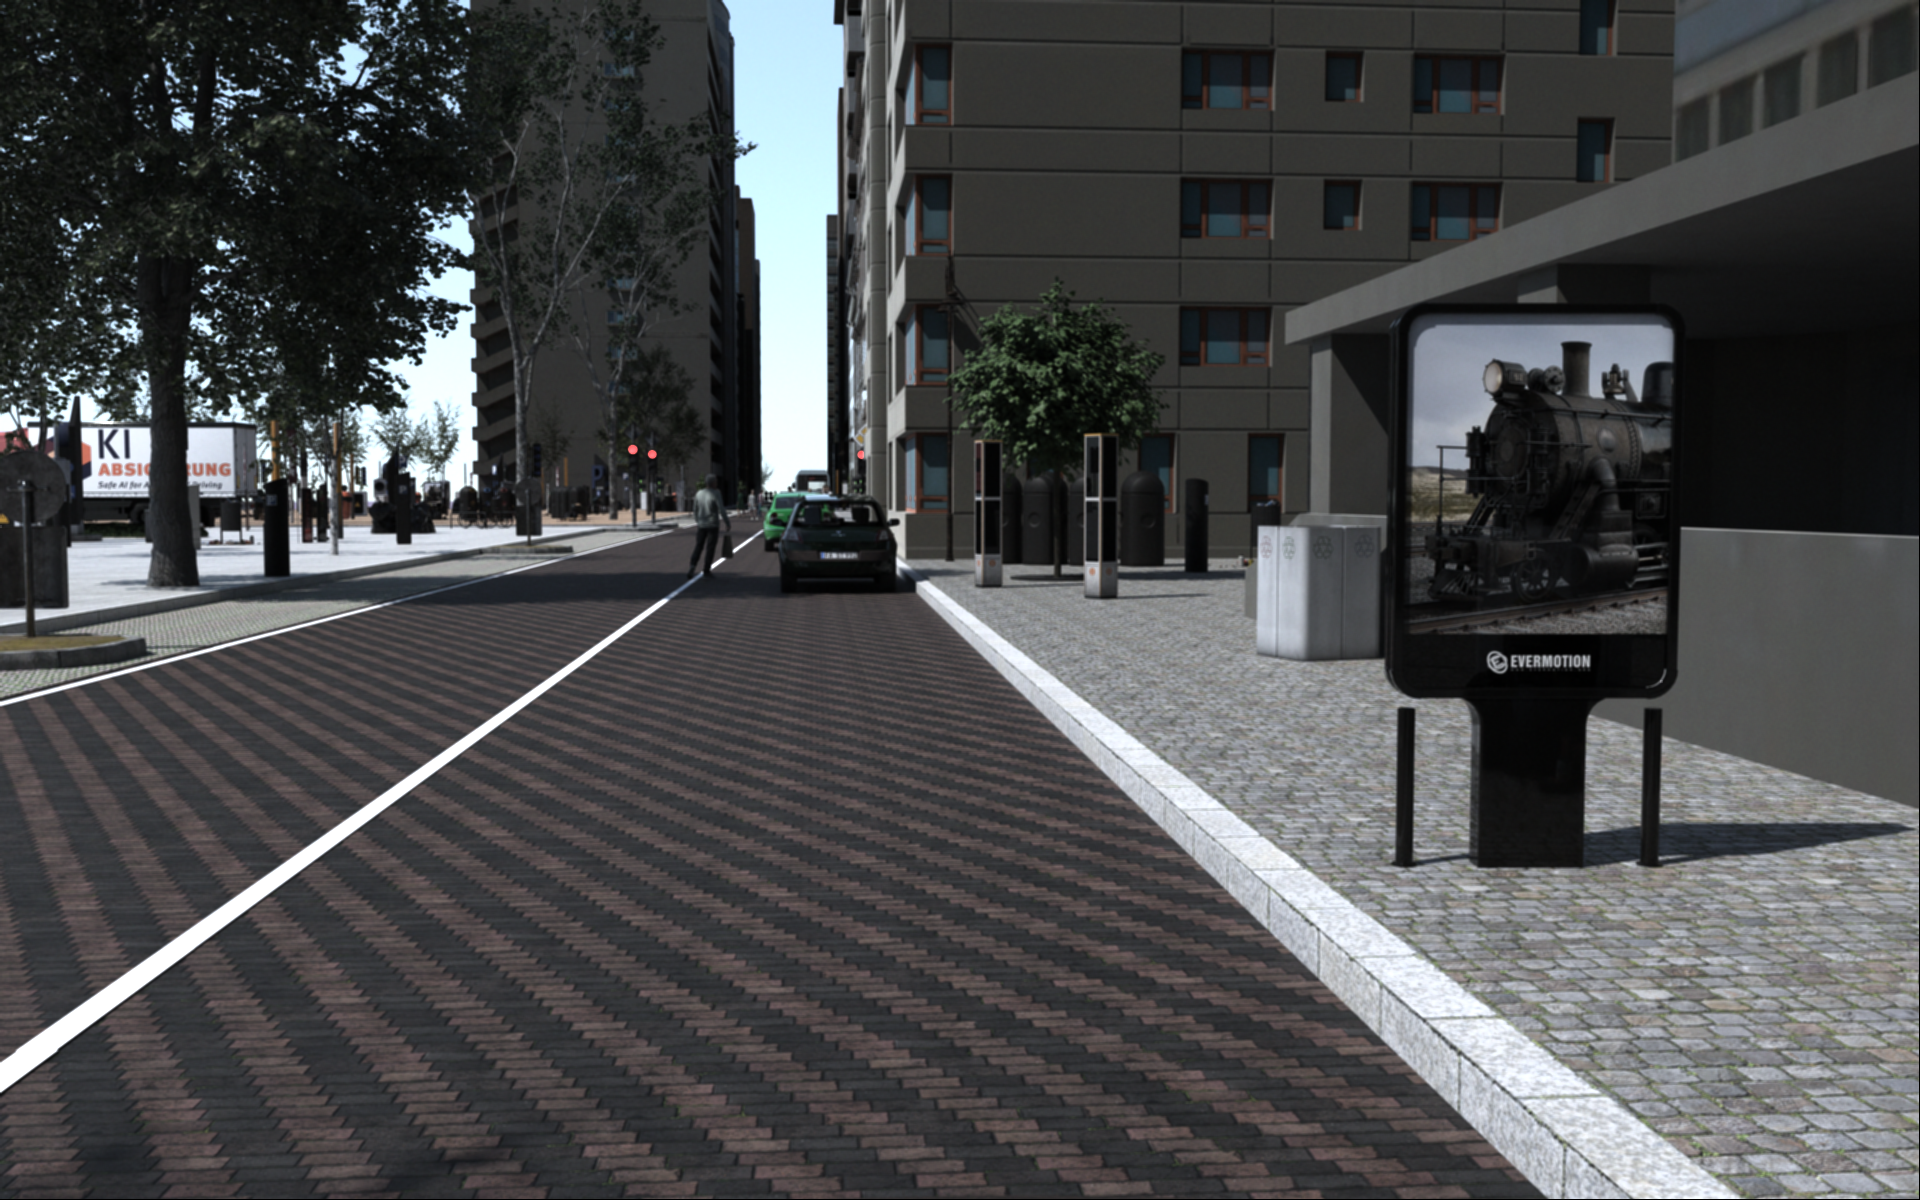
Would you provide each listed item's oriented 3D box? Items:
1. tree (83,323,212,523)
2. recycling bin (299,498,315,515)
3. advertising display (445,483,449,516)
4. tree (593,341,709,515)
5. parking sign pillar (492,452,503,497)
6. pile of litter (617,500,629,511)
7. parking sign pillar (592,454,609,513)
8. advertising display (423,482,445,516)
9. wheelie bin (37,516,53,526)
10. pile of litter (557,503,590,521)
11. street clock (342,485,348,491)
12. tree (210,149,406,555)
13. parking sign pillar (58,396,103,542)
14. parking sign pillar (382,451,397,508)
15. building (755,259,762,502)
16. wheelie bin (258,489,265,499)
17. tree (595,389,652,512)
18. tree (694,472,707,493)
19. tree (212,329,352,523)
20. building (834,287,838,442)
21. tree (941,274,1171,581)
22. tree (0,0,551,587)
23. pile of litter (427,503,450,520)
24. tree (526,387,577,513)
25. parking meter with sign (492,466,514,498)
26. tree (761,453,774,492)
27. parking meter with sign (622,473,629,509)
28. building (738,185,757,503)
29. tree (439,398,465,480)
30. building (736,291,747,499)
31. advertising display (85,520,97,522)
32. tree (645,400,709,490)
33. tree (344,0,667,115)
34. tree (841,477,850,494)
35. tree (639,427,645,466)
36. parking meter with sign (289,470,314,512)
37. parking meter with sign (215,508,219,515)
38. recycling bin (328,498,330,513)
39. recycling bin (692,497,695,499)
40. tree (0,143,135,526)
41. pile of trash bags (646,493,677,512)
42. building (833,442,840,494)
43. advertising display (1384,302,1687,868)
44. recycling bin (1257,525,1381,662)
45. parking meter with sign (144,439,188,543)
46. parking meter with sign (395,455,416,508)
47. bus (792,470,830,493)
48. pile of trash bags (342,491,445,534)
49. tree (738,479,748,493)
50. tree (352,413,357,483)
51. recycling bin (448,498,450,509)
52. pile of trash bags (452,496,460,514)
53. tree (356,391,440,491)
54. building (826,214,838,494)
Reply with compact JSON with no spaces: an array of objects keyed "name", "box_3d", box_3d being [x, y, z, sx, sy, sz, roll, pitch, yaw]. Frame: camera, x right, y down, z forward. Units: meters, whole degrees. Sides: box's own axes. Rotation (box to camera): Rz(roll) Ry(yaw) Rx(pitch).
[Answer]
[{"name":"tree","box_3d":[-35.486,-7.585,74.369,4.737,8.622,4.395,0,3,0]},{"name":"recycling bin","box_3d":[-40.791,-5.849,108.183,0.722,1.027,0.722,1,4,16]},{"name":"advertising display","box_3d":[-30.283,-5.930,102.172,0.123,1.923,0.974,-1,4,-8]},{"name":"tree","box_3d":[-18.529,-10.404,104.514,7.601,10.594,8.767,-3,5,-39]},{"name":"parking sign pillar","box_3d":[-29.667,-7.505,111.172,1.447,3.967,1.447,0,4,-2]},{"name":"pile of litter","box_3d":[-26.244,-7.357,134.252,1.176,0.858,1.719,0,4,3]},{"name":"parking sign pillar","box_3d":[-24.097,-7.806,116.102,1.447,3.967,1.447,3,4,36]},{"name":"advertising display","box_3d":[-27.726,-5.254,91.118,0.974,1.923,0.123,0,4,1]},{"name":"wheelie bin","box_3d":[-25.388,-2.456,48.066,0.980,1.594,0.693,0,4,-4]},{"name":"pile of litter","box_3d":[-18.251,-4.176,82.248,1.719,0.858,1.176,1,4,18]},{"name":"street clock","box_3d":[-49.614,-8.259,139.596,0.471,2.002,0.358,0,4,-1]},{"name":"tree","box_3d":[-13.325,-5.259,36.344,4.360,8.622,3.978,0,3,0]},{"name":"parking sign pillar","box_3d":[-24.055,-3.570,46.847,1.447,3.967,1.447,-1,4,-20]},{"name":"parking sign pillar","box_3d":[-35.281,-7.257,107.129,1.447,3.967,1.447,0,4,7]},{"name":"building","box_3d":[-40.890,-37.255,292.713,14.154,41.232,14.086,0,4,-5]},{"name":"wheelie bin","box_3d":[-46.330,-6.517,114.458,0.693,1.594,0.980,1,4,19]},{"name":"tree","box_3d":[-23.050,-10.403,120.458,4.737,8.622,4.395,0,3,0]},{"name":"tree","box_3d":[-22.153,-9.433,148.830,1.663,3.219,1.824,0,3,0]},{"name":"tree","box_3d":[-29.546,-7.665,75.689,4.737,8.622,4.395,0,3,0]},{"name":"building","box_3d":[-10.541,-28.745,241.687,14.160,30.474,14.107,0,4,-5]},{"name":"tree","box_3d":[1.450,-2.597,26.169,4.285,4.588,4.351,0,3,0]},{"name":"tree","box_3d":[-10.907,-7.169,23.861,9.857,13.997,8.962,0,3,0]},{"name":"pile of litter","box_3d":[-26.183,-4.403,85.950,1.719,0.858,1.176,2,4,24]},{"name":"tree","box_3d":[-28.588,-10.375,119.991,4.360,8.622,3.978,0,3,0]},{"name":"parking meter with sign","box_3d":[-27.955,-6.775,107.033,1.738,3.016,0.543,-3,5,-42]},{"name":"tree","box_3d":[-35.207,-21.801,306.810,4.360,8.622,3.978,0,3,0]},{"name":"parking meter with sign","box_3d":[-27.491,-8.952,142.625,0.543,3.016,1.738,-1,4,-12]},{"name":"building","box_3d":[-37.083,-36.933,253.959,14.600,45.320,14.200,0,4,-5]},{"name":"tree","box_3d":[-39.213,-11.009,130.363,4.737,8.622,4.395,0,3,0]},{"name":"building","box_3d":[-36.895,-28.592,239.176,14.160,30.474,14.107,0,4,-5]},{"name":"advertising display","box_3d":[-40.331,-4.581,80.114,0.974,1.923,0.123,1,4,17]},{"name":"tree","box_3d":[-21.078,-11.054,131.095,4.360,8.622,3.978,0,3,0]},{"name":"tree","box_3d":[-13.527,-12.303,57.050,12.611,20.169,13.585,0,3,0]},{"name":"tree","box_3d":[-9.782,-9.665,152.632,1.663,3.219,1.824,0,3,0]},{"name":"tree","box_3d":[-24.516,-11.783,143.018,4.360,8.622,3.978,0,3,0]},{"name":"parking meter with sign","box_3d":[-48.267,-7.987,126.855,1.738,3.016,0.543,-2,4,-28]},{"name":"parking meter with sign","box_3d":[-42.431,-6.262,98.649,0.543,3.016,1.738,-1,4,-21]},{"name":"recycling bin","box_3d":[-42.714,-6.394,117.092,0.722,1.027,0.722,-3,4,-38]},{"name":"recycling bin","box_3d":[-21.366,-7.718,138.746,0.722,1.027,0.722,-1,4,-10]},{"name":"tree","box_3d":[-18.970,-5.179,35.037,4.360,8.622,3.978,0,3,0]},{"name":"pile of trash bags","box_3d":[-21.523,-7.166,126.921,1.912,1.369,3.447,1,4,17]},{"name":"building","box_3d":[-4.138,-54.863,209.685,22.319,86.520,31.000,0,4,-5]},{"name":"advertising display","box_3d":[1.956,-0.044,5.931,0.974,1.923,0.123,0,4,0]},{"name":"recycling bin","box_3d":[2.820,-0.067,13.652,0.722,1.027,0.722,-1,4,-20]},{"name":"parking meter with sign","box_3d":[-21.324,-3.071,46.479,0.543,3.016,1.738,0,4,-1]},{"name":"parking meter with sign","box_3d":[-24.592,-4.951,77.204,0.543,3.016,1.738,-3,4,-38]},{"name":"bus","box_3d":[-11.760,-8.686,136.871,2.948,3.499,13.247,0,4,-6]},{"name":"pile of trash bags","box_3d":[-18.902,-2.875,56.761,3.447,1.369,1.912,1,4,9]},{"name":"tree","box_3d":[-28.222,-14.011,223.679,1.663,3.219,1.824,0,3,0]},{"name":"tree","box_3d":[-44.628,-10.759,126.265,4.737,8.622,4.395,0,3,0]},{"name":"recycling bin","box_3d":[-43.090,-8.091,144.838,0.722,1.027,0.722,-2,4,-35]},{"name":"pile of trash bags","box_3d":[-33.339,-6.183,110.850,3.447,1.369,1.912,0,4,-3]},{"name":"tree","box_3d":[-38.807,-10.360,119.746,4.737,8.622,4.395,0,3,0]},{"name":"building","box_3d":[-12.576,-34.967,255.308,14.154,41.232,14.086,0,4,-5]}]
